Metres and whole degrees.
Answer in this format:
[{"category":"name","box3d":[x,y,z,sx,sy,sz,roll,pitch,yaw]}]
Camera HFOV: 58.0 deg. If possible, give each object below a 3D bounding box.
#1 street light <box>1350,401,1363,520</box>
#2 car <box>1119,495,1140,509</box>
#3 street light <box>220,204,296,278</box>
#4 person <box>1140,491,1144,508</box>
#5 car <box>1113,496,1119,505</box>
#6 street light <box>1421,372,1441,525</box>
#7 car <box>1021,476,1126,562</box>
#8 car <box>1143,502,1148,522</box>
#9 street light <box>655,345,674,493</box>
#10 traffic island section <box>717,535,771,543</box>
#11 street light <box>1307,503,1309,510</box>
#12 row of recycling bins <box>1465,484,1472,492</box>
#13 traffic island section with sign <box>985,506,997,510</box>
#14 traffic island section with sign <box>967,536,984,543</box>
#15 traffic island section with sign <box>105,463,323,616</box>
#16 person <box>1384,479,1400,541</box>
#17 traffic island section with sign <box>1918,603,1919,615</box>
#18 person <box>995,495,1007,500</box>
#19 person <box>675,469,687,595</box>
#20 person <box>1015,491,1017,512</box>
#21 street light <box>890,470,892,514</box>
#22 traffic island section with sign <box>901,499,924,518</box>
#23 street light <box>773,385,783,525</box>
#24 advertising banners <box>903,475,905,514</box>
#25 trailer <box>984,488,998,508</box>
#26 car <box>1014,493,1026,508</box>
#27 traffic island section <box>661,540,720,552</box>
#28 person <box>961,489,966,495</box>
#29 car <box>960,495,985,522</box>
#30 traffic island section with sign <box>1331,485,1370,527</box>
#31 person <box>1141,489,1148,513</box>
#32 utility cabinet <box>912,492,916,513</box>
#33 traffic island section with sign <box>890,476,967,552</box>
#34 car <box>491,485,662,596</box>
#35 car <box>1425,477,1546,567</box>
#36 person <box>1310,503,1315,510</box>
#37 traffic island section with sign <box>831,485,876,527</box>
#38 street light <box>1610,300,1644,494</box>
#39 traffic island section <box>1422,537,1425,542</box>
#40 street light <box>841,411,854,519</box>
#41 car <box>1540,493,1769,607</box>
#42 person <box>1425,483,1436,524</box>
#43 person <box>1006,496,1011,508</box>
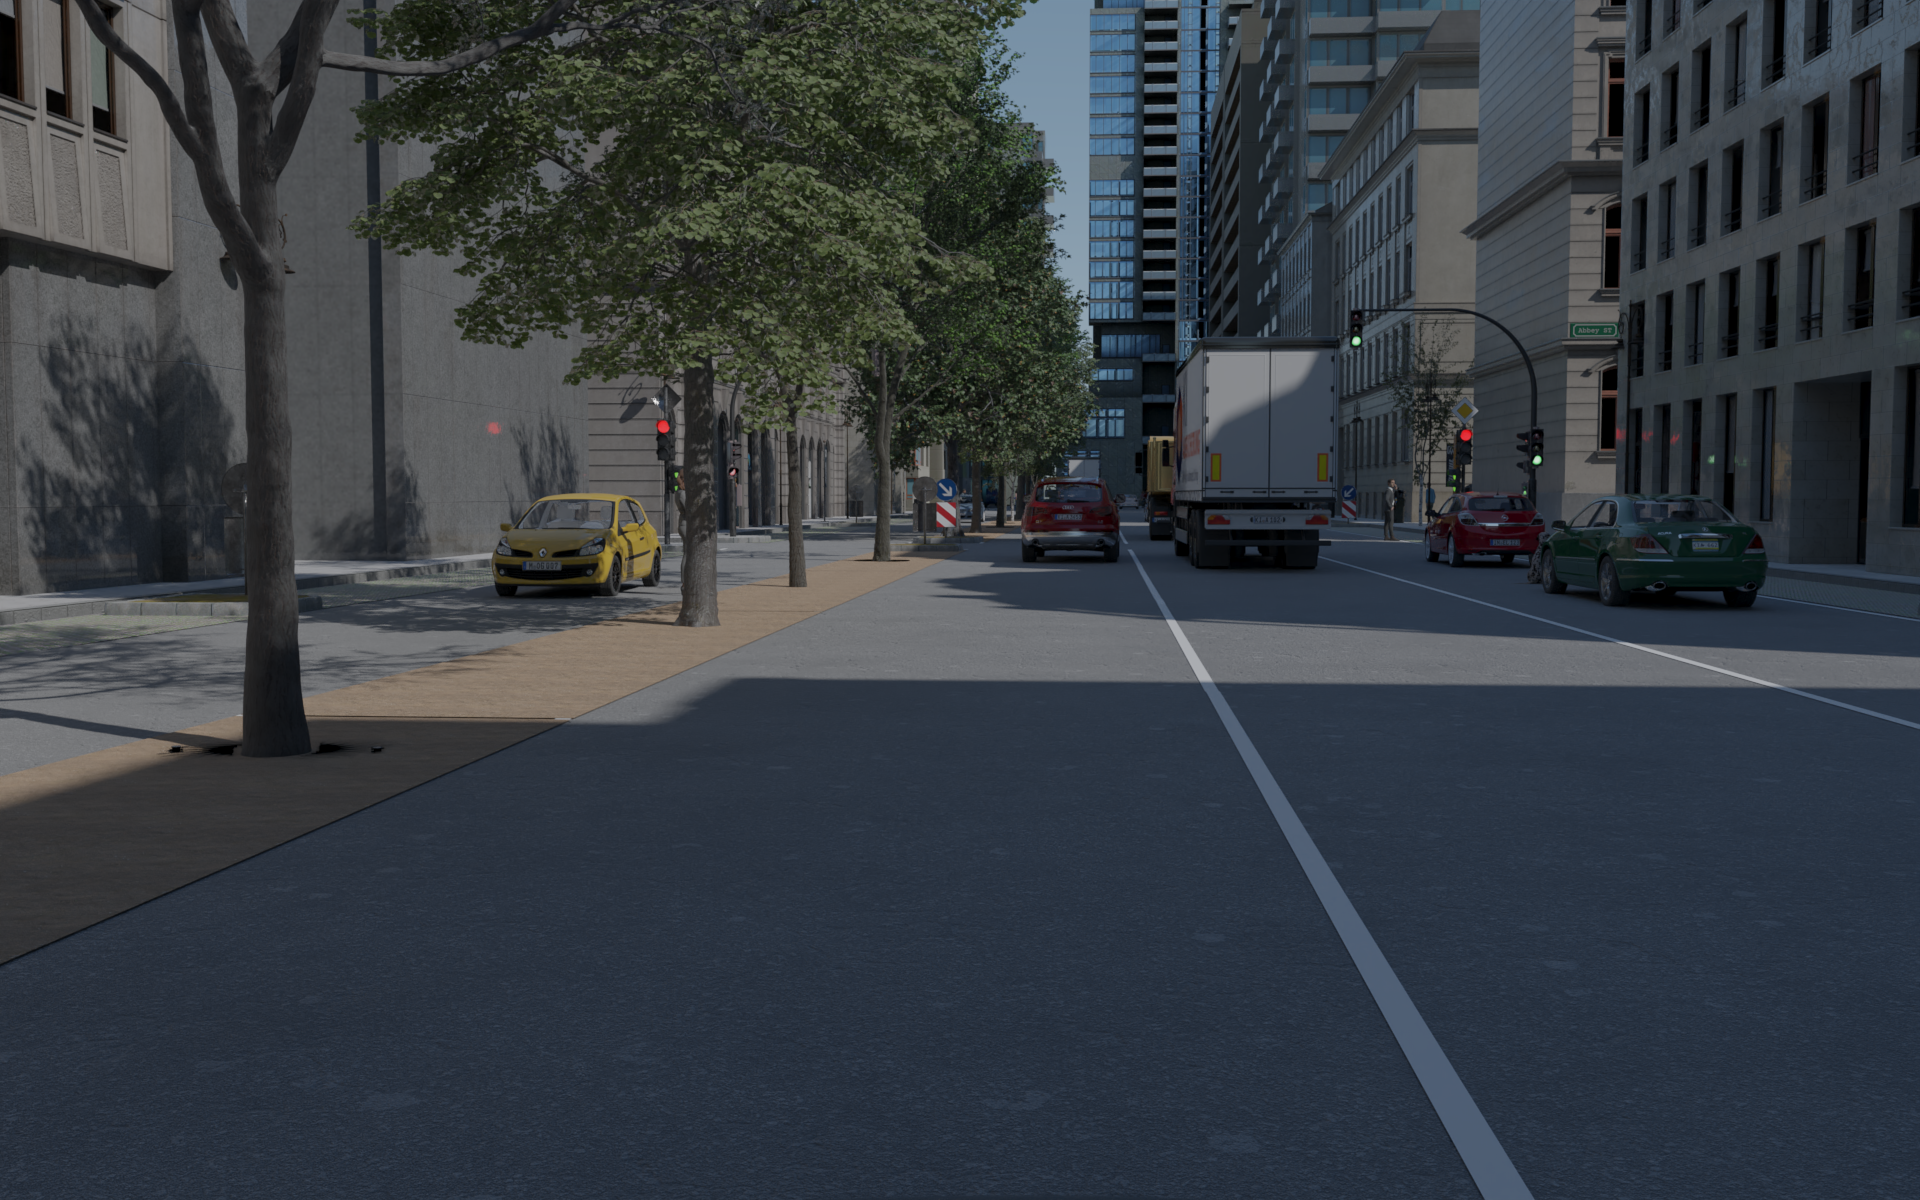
[{"category":"street light","box3d":[19.422,-6.856,84.884,0.468,5.910,1.993,0,4,5]},{"category":"car","box3d":[16.145,-9.357,165.354,2.083,1.381,4.827,0,4,6]},{"category":"street light","box3d":[-10.873,-3.313,26.948,0.468,5.910,1.993,0,4,5]},{"category":"person","box3d":[18.844,-10.297,177.569,1.217,1.743,0.721,-3,5,-41]},{"category":"car","box3d":[18.346,-11.285,196.873,2.083,1.381,4.827,0,4,4]},{"category":"street light","box3d":[17.843,-5.686,65.751,0.468,5.910,1.993,0,4,5]},{"category":"car","box3d":[2.473,-1.788,37.910,2.281,1.827,5.304,0,4,6]},{"category":"car","box3d":[10.510,-4.766,89.930,2.014,1.417,4.499,0,4,4]},{"category":"street light","box3d":[-8.908,-4.867,52.357,0.468,5.910,1.993,0,4,5]},{"category":"traffic island section","box3d":[-6.842,-1.823,52.084,2.009,0.180,2.903,0,4,5]},{"category":"street light","box3d":[21.063,-8.068,104.692,0.468,5.910,1.993,0,4,5]},{"category":"row of recycling bins","box3d":[19.882,-3.598,65.936,1.069,1.692,3.534,0,4,3]},{"category":"traffic island section with sign","box3d":[3.741,-10.552,181.146,1.989,1.847,2.006,0,4,5]},{"category":"traffic island section with sign","box3d":[-0.360,-2.635,51.226,2.006,1.907,1.989,0,4,5]},{"category":"traffic island section with sign","box3d":[-8.974,-0.767,21.168,1.989,1.847,2.006,0,4,5]},{"category":"person","box3d":[13.264,-2.773,53.196,0.474,1.900,0.648,1,4,9]},{"category":"traffic island section with sign","box3d":[12.211,-0.683,19.798,1.989,1.847,2.006,0,4,5]},{"category":"person","box3d":[3.685,-9.045,157.101,1.217,1.735,0.721,2,4,34]},{"category":"person","box3d":[-3.769,-0.962,24.510,0.573,1.790,0.520,-2,4,-35]},{"category":"person","box3d":[4.536,-7.767,136.204,0.721,1.736,1.217,0,4,5]},{"category":"street light","box3d":[-4.320,-8.333,109.031,0.468,5.910,1.993,0,4,5]},{"category":"traffic island section with sign","box3d":[-2.421,-5.803,103.507,1.989,1.847,2.006,0,4,5]},{"category":"street light","box3d":[-7.382,-6.022,71.248,0.468,5.910,1.993,0,4,5]},{"category":"advertising banners","box3d":[-3.616,-7.061,111.632,0.090,3.025,2.074,0,4,-1]},{"category":"trailer","box3d":[3.197,-10.373,176.654,1.471,1.999,3.904,0,4,6]},{"category":"car","box3d":[6.458,-10.121,175.076,1.945,1.707,3.694,0,4,3]},{"category":"traffic island section","box3d":[-7.474,-1.336,44.123,2.009,0.180,2.903,0,4,5]},{"category":"person","box3d":[0.207,-6.846,120.777,0.721,1.781,0.623,-1,4,-21]},{"category":"car","box3d":[0.241,-4.601,87.231,2.014,1.417,4.499,0,4,6]},{"category":"traffic island section with sign","box3d":[16.599,-4.055,74.925,1.989,1.847,2.006,0,4,5]},{"category":"person","box3d":[14.363,-7.631,133.228,1.348,1.831,0.705,-3,5,-43]},{"category":"utility cabinet","box3d":[-3.126,-6.742,118.914,0.318,1.500,1.173,0,4,-1]},{"category":"traffic island section with sign","box3d":[-0.956,-2.184,43.842,2.006,1.907,1.989,0,4,5]},{"category":"car","box3d":[-5.590,-0.933,25.482,2.015,1.641,3.980,0,4,3]},{"category":"car","box3d":[10.631,-1.602,35.232,2.155,1.783,4.494,0,4,6]},{"category":"person","box3d":[20.362,-5.685,99.555,0.480,1.755,0.524,2,4,25]},{"category":"traffic island section with sign","box3d":[-4.576,-4.156,76.585,1.989,1.847,2.006,0,4,5]},{"category":"street light","box3d":[15.955,-4.195,41.376,0.468,5.910,1.993,0,4,5]},{"category":"traffic island section","box3d":[14.631,-1.719,50.379,2.009,0.180,2.903,0,4,5]},{"category":"street light","box3d":[-5.856,-7.178,90.140,0.468,5.910,1.993,0,4,5]},{"category":"car","box3d":[9.251,-0.712,23.435,2.131,1.459,4.920,0,4,4]},{"category":"person","box3d":[19.835,-4.077,73.044,0.601,1.785,0.444,-2,4,-24]},{"category":"person","box3d":[5.325,-10.242,179.219,1.065,1.426,0.557,0,4,4]}]
